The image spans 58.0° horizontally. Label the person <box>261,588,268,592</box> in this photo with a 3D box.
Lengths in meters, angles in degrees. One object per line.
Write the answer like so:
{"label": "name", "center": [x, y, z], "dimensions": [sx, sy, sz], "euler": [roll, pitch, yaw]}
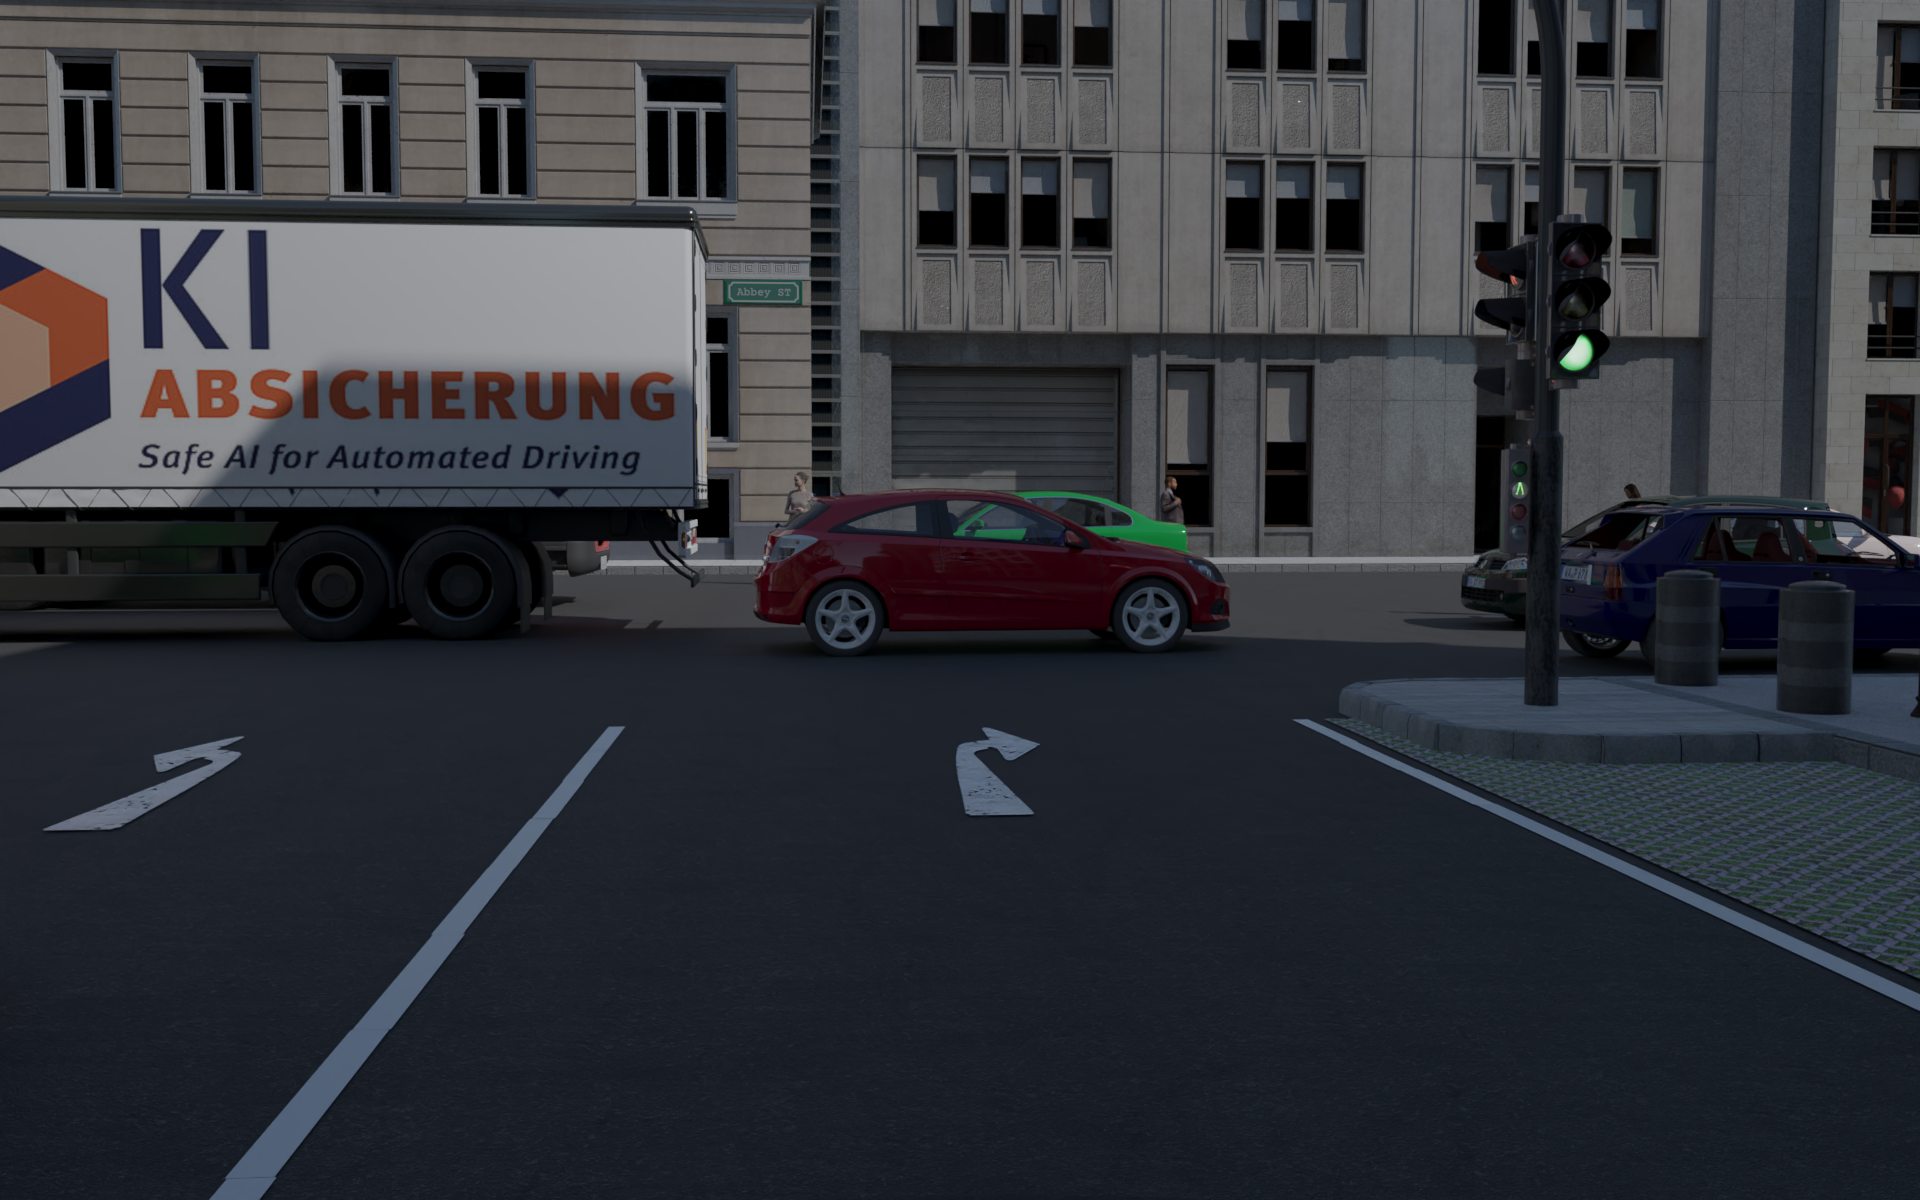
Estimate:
{"label": "person", "center": [-9.742, -0.997, 24.789], "dimensions": [0.713, 1.824, 0.794], "euler": [-2, 4, -33]}

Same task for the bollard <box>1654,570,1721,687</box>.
{"label": "bollard", "center": [4.917, 0.184, 11.708], "dimensions": [0.404, 0.777, 0.398], "euler": [0, 3, 0]}

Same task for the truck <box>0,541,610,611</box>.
{"label": "truck", "center": [-9.622, -2.043, 22.315], "dimensions": [11.283, 4.237, 2.839], "euler": [0, 4, -4]}

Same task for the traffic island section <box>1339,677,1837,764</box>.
{"label": "traffic island section", "center": [3.558, 0.715, 10.591], "dimensions": [2.009, 0.180, 2.903], "euler": [0, 4, -5]}

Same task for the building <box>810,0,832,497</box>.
{"label": "building", "center": [-9.784, -46.703, 201.847], "dimensions": [20.611, 71.187, 20.563], "euler": [0, 4, -5]}

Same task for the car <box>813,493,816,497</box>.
{"label": "car", "center": [-10.681, -6.817, 121.045], "dimensions": [1.945, 1.707, 3.694], "euler": [0, 4, -4]}

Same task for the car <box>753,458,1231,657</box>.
{"label": "car", "center": [0.321, -0.439, 16.212], "dimensions": [4.494, 1.783, 2.155], "euler": [0, 4, -7]}

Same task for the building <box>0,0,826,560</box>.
{"label": "building", "center": [-13.035, -15.433, 38.241], "dimensions": [20.117, 28.700, 13.634], "euler": [0, 4, -5]}

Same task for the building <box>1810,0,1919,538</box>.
{"label": "building", "center": [25.487, -11.363, 40.537], "dimensions": [16.860, 20.320, 10.420], "euler": [0, 4, -5]}

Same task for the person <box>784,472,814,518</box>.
{"label": "person", "center": [-2.575, -1.122, 27.194], "dimensions": [0.599, 1.781, 0.374], "euler": [0, 4, 7]}

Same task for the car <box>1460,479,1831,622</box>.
{"label": "car", "center": [7.631, -0.554, 18.838], "dimensions": [4.222, 1.686, 2.009], "euler": [0, 4, -4]}

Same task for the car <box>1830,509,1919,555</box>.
{"label": "car", "center": [11.003, -0.659, 23.145], "dimensions": [4.827, 1.381, 2.083], "euler": [0, 4, -4]}

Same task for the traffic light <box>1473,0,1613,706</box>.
{"label": "traffic light", "center": [1.441, -2.170, 10.149], "dimensions": [4.771, 5.953, 1.251], "euler": [0, 4, -5]}

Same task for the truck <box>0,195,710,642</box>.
{"label": "truck", "center": [-8.269, -1.752, 17.566], "dimensions": [11.283, 4.237, 2.839], "euler": [0, 4, -6]}

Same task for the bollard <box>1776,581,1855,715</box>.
{"label": "bollard", "center": [5.050, 0.275, 10.225], "dimensions": [0.404, 0.777, 0.398], "euler": [0, 3, 0]}

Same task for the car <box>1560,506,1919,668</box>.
{"label": "car", "center": [6.981, -0.125, 14.625], "dimensions": [3.894, 1.354, 1.945], "euler": [0, 4, -5]}

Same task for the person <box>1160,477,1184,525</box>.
{"label": "person", "center": [3.566, -1.212, 29.134], "dimensions": [0.431, 1.722, 0.655], "euler": [1, 4, 17]}

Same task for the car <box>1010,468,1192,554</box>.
{"label": "car", "center": [0.804, -0.905, 23.601], "dimensions": [4.718, 1.807, 1.959], "euler": [0, 4, -7]}

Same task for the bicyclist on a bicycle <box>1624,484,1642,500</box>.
{"label": "bicyclist on a bicycle", "center": [11.676, -1.240, 30.290], "dimensions": [1.625, 1.676, 1.499], "euler": [0, 4, -5]}

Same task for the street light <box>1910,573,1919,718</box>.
{"label": "street light", "center": [5.570, -2.263, 9.787], "dimensions": [0.468, 5.910, 1.993], "euler": [0, 4, -5]}

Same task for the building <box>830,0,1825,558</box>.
{"label": "building", "center": [7.050, -13.578, 40.030], "dimensions": [19.932, 24.808, 12.078], "euler": [0, 4, -5]}
